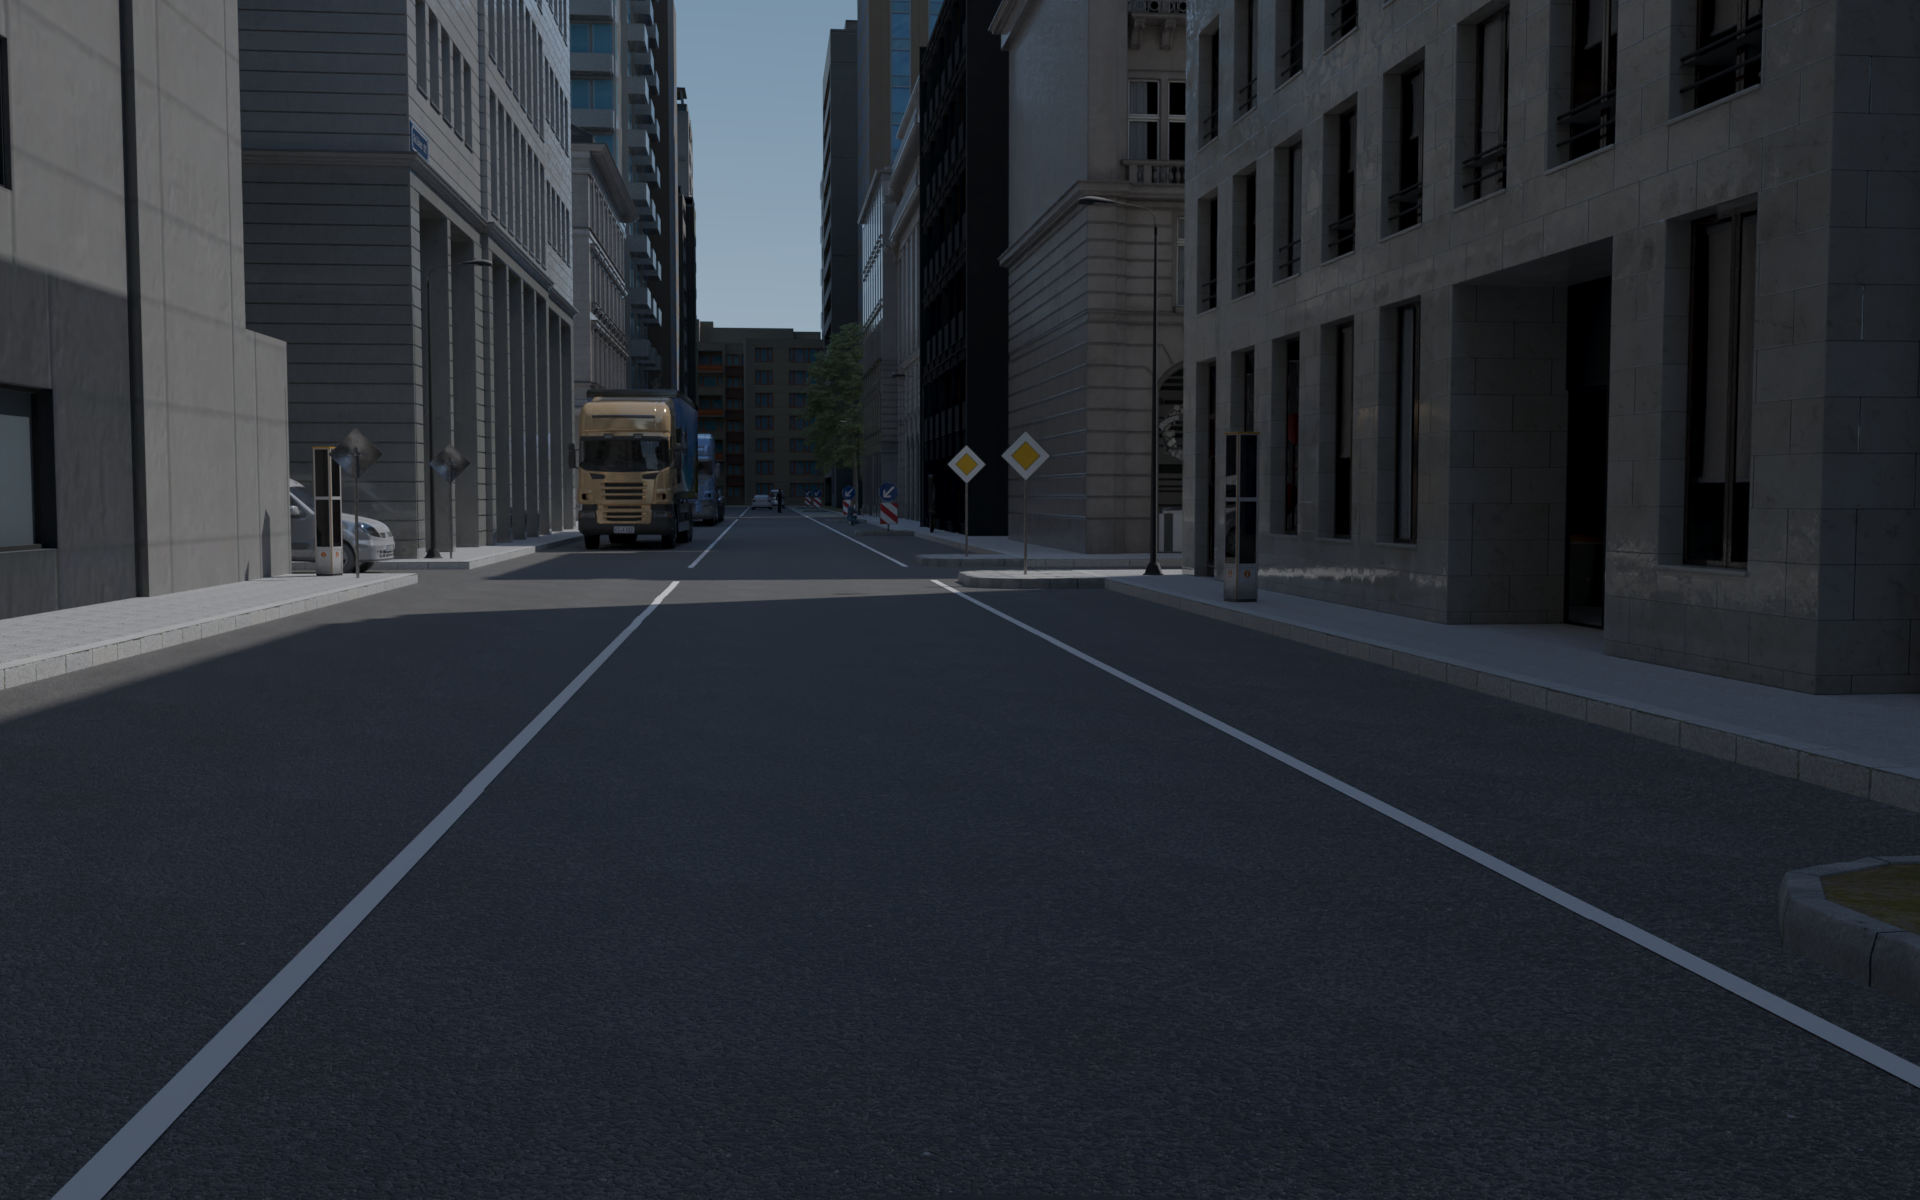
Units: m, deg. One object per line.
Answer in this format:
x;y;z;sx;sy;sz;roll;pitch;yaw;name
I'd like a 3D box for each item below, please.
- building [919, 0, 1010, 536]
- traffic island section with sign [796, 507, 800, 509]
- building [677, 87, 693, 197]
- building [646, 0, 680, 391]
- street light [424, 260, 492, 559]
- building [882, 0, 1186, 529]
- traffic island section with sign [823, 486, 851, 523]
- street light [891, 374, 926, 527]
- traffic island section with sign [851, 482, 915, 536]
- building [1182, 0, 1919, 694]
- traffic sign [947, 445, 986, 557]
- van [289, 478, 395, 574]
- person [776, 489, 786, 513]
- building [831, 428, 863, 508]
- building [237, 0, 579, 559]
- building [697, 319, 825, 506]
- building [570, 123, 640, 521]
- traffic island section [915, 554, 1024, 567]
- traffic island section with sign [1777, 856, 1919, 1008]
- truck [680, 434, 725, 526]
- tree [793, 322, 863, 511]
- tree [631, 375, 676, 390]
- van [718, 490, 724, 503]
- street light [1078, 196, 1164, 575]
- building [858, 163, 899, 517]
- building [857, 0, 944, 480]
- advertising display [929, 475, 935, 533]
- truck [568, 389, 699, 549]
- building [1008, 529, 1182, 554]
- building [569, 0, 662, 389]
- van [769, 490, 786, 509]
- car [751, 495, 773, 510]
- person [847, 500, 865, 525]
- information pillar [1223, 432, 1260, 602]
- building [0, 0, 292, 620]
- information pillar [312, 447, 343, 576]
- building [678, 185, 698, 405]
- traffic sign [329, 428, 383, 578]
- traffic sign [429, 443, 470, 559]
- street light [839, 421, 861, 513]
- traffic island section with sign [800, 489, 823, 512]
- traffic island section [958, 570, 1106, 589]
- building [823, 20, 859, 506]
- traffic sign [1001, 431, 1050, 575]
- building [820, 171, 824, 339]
5.424;-14.115;60.461;12.332;23.373;15.834;0;4;-6;building
-14.579;-9.534;164.504;1.989;1.847;2.006;0;4;-6;traffic island section with sign
-34.091;-30.107;175.840;14.086;41.232;14.154;0;4;-6;building
-30.912;-30.273;145.075;14.600;45.320;14.200;0;4;-6;building
-9.971;-3.786;34.435;1.470;5.913;1.316;0;4;-6;street light
3.821;-14.642;81.200;13.314;21.916;24.055;0;4;-6;building
-5.706;-4.783;86.832;1.989;1.847;2.006;0;4;-6;traffic island section with sign
-1.958;-5.779;67.034;1.470;5.913;1.316;0;4;-6;street light
-2.636;-3.143;60.020;1.989;1.847;2.006;0;4;-6;traffic island section with sign
9.659;-10.066;19.332;10.420;20.320;16.860;0;4;-6;building
0.132;-1.946;35.458;0.795;2.450;0.064;0;4;-6;traffic sign
-12.281;-1.466;30.978;4.112;2.044;2.013;0;4;-5;van
-13.610;-7.491;130.995;0.705;1.821;1.348;-3;4;-36;person
0.588;-51.132;148.675;22.319;86.520;31.000;0;4;-6;building
-17.752;-16.506;47.362;11.434;29.767;29.804;0;4;-6;building
-30.983;-22.049;205.534;28.899;21.520;27.650;0;4;-6;building
-21.949;-14.162;82.464;10.553;20.767;40.483;0;4;-6;building
0.154;-0.811;35.538;2.009;0.180;2.903;0;4;-6;traffic island section
3.635;0.215;5.111;1.989;1.847;2.006;0;4;-6;traffic island section with sign
-12.816;-5.729;83.423;2.967;4.110;18.799;0;4;-6;truck
-7.349;-12.036;114.912;7.486;12.596;7.792;0;3;0;tree
-19.252;-9.590;107.165;4.360;8.622;3.978;0;3;0;tree
-21.962;-8.978;153.809;2.013;2.044;4.112;0;4;-8;van
2.533;-3.347;27.266;1.470;5.913;1.316;0;4;-6;street light
-0.609;-15.464;101.982;9.793;20.994;18.267;0;4;-6;building
-0.141;-29.117;126.166;14.600;45.320;14.200;0;4;-6;building
-0.931;-3.214;57.766;0.123;1.923;0.974;0;4;5;advertising display
-8.928;-3.653;48.640;2.839;4.237;11.283;0;4;-5;truck
13.483;-12.328;43.367;24.055;21.916;13.314;0;4;-6;building
-32.900;-30.746;122.304;23.786;49.044;30.456;0;4;-6;building
-18.285;-10.121;172.495;2.013;2.044;4.112;0;4;-7;van
-18.120;-8.937;158.485;2.083;1.381;4.827;0;4;-6;car
-4.881;-4.008;79.530;0.738;1.151;1.012;-1;4;-23;person
3.347;-0.986;20.607;0.304;2.012;0.304;-2;4;-23;information pillar
-19.908;-35.250;14.597;20.611;71.187;20.563;0;4;-6;building
-9.899;-1.384;27.127;0.304;2.012;0.304;1;4;13;information pillar
-31.727;-23.793;160.716;14.160;30.474;14.107;0;4;-6;building
-9.192;-1.391;26.381;0.795;2.450;0.064;0;4;-6;traffic sign
-10.098;-1.876;34.315;0.795;2.450;0.064;0;4;-6;traffic sign
-6.985;-8.422;110.245;1.470;5.913;1.316;0;4;-6;street light
-11.417;-7.846;136.914;1.989;1.847;2.006;0;4;-6;traffic island section with sign
1.060;-0.326;27.604;2.009;0.180;2.903;0;4;-6;traffic island section
-2.816;-33.772;175.867;21.300;48.544;21.600;0;4;-6;building
1.038;-1.461;27.524;0.795;2.450;0.064;0;4;-6;traffic sign
-8.962;-31.678;201.525;14.086;41.232;14.154;0;4;-6;building
